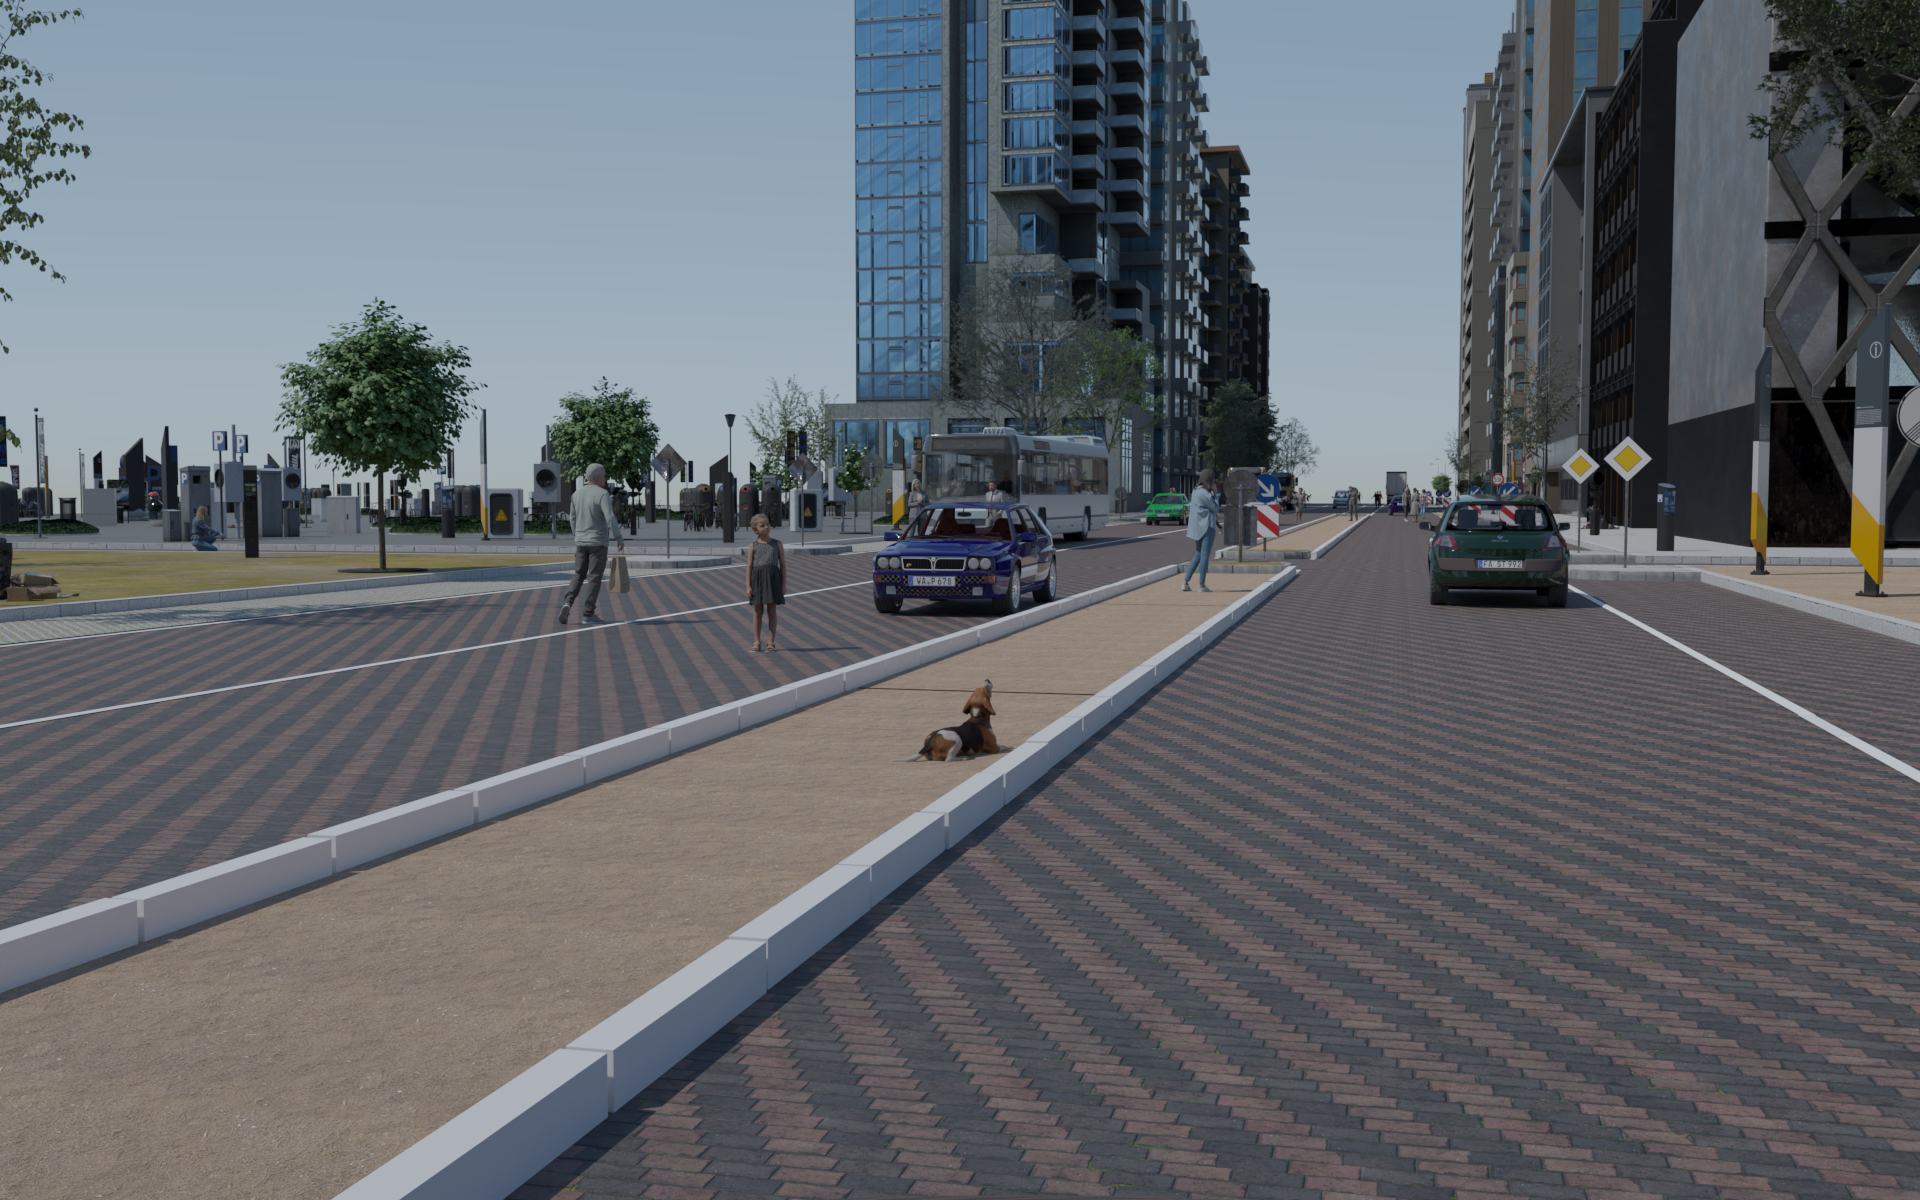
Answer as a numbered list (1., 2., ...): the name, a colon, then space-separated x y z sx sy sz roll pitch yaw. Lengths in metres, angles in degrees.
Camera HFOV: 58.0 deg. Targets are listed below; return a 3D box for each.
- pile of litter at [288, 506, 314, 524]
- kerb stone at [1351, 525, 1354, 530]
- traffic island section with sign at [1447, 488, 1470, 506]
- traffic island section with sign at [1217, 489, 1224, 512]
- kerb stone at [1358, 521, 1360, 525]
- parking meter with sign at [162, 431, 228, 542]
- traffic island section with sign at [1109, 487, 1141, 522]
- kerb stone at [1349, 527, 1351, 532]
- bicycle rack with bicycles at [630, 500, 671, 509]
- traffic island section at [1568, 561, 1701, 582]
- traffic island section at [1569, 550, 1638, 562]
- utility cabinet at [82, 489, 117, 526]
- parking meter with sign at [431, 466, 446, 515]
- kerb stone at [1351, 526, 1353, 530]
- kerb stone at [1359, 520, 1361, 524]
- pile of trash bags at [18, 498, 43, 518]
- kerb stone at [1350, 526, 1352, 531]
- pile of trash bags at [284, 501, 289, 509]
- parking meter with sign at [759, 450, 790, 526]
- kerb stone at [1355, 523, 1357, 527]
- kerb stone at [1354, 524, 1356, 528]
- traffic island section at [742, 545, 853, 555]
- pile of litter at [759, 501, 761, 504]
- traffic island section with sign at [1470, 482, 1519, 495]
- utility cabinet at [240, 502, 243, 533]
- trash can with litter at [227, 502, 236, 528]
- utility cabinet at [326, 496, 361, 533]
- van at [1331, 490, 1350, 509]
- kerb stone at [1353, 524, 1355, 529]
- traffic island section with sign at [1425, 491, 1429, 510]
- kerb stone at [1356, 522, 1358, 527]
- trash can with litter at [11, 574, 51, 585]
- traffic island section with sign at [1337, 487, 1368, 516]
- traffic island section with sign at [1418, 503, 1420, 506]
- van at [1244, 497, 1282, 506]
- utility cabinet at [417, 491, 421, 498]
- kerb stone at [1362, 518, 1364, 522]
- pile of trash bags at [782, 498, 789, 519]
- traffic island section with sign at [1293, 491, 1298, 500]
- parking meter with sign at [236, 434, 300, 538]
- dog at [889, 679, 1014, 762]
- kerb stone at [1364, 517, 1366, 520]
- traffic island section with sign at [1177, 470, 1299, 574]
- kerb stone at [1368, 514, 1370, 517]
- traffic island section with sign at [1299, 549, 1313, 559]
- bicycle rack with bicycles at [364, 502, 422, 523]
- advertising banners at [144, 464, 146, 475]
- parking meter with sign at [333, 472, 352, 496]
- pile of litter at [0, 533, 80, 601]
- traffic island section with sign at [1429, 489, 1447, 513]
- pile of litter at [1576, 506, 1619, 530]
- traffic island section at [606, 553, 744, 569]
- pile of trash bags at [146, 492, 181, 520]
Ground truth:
1. pile of litter: -28.908 -3.777 75.723 1.176 0.858 1.719 -2 4 -32
2. kerb stone: 14.747 -2.658 65.647 0.120 0.150 1.000 1 4 14
3. traffic island section with sign: 25.441 -4.741 86.147 1.989 1.847 2.006 1 4 14
4. traffic island section with sign: 20.619 -7.953 138.660 1.989 1.847 2.006 1 4 14
5. kerb stone: 17.265 -3.260 75.590 0.120 0.150 1.000 1 4 14
6. parking meter with sign: -20.867 -3.116 47.205 0.543 3.016 1.738 2 4 31
7. traffic island section with sign: 8.381 -5.001 90.387 1.989 1.847 2.006 1 4 14
8. kerb stone: 13.986 -2.476 62.670 0.120 0.150 1.000 1 4 14
9. bicycle rack with bicycles: -19.362 -5.728 107.039 2.852 0.926 2.925 3 5 44
10. traffic island section: 11.538 -0.472 29.993 2.009 0.180 2.903 1 4 14
11. traffic island section: 13.499 -0.945 37.735 2.009 0.180 2.903 1 4 14
12. utility cabinet: -34.302 -3.693 69.057 1.173 1.500 0.318 -1 4 -13
13. parking meter with sign: -31.813 -6.689 105.625 0.543 3.016 1.738 0 4 -2
14. kerb stone: 14.500 -2.597 64.654 0.120 0.150 1.000 1 4 14
15. kerb stone: 17.778 -3.387 77.576 0.120 0.150 1.000 1 4 14
16. pile of trash bags: -51.576 -5.123 93.520 1.912 1.369 3.447 2 4 30
17. kerb stone: 14.245 -2.536 63.662 0.120 0.150 1.000 1 4 14
18. pile of trash bags: -36.731 -5.110 93.308 3.447 1.369 1.912 2 4 31
19. parking meter with sign: -7.554 -4.493 69.725 1.738 3.016 0.543 2 4 28
20. kerb stone: 16.011 -2.959 70.618 0.120 0.150 1.000 1 4 14
21. kerb stone: 15.500 -2.834 68.634 0.120 0.150 1.000 1 4 14
22. traffic island section: -3.845 -1.213 42.117 2.009 0.180 2.903 1 4 14
23. pile of litter: -13.088 -6.169 114.820 1.719 0.858 1.176 -3 5 -39
24. traffic island section with sign: 18.683 -3.110 59.473 1.989 1.847 2.006 1 4 14
25. utility cabinet: -22.951 -2.922 56.452 1.173 1.500 0.318 0 4 2
26. trash can with litter: -27.363 -3.365 66.073 1.678 1.210 2.233 -1 4 -14
27. utility cabinet: -20.139 -2.777 56.571 1.020 1.237 0.306 0 4 6
28. van: 37.545 -9.978 170.158 2.013 2.044 4.112 1 4 15
29. kerb stone: 15.253 -2.779 67.631 0.120 0.150 1.000 1 4 14
30. traffic island section with sign: 44.390 -9.316 160.949 1.989 1.847 2.006 1 4 14
31. kerb stone: 16.514 -3.083 72.606 0.120 0.150 1.000 1 4 14
32. trash can with litter: -14.022 -0.813 24.354 2.233 1.210 1.678 -1 4 -11
33. traffic island section with sign: 25.378 -6.346 111.892 2.006 1.907 1.989 1 4 14
34. traffic island section with sign: 57.733 -12.540 213.660 1.989 1.847 2.006 1 4 14
35. van: 13.877 -4.464 80.004 2.013 2.044 4.112 1 4 12
36. utility cabinet: -38.614 -7.080 124.433 0.318 1.500 1.173 -3 5 -41
37. kerb stone: 19.282 -3.753 83.553 0.120 0.150 1.000 1 4 14
38. pile of trash bags: -8.678 -4.789 88.055 1.912 1.369 3.447 1 4 22
39. traffic island section with sign: 47.508 -14.446 244.817 1.989 1.847 2.006 1 4 14
40. parking meter with sign: -20.537 -3.377 51.470 0.543 3.016 1.738 3 4 37
41. dog: -0.052 0.657 9.457 0.748 0.427 0.550 0 4 -6
42. kerb stone: 20.540 -4.056 88.514 0.120 0.150 1.000 1 4 14
43. traffic island section with sign: 5.106 -1.451 31.865 2.006 1.907 1.989 1 4 14
44. kerb stone: 23.306 -4.724 99.438 0.120 0.150 1.000 1 4 14
45. traffic island section with sign: 6.934 -1.890 39.044 2.006 1.907 1.989 1 4 14
46. bicycle rack with bicycles: -25.068 -3.855 76.413 2.852 0.926 2.925 0 4 -1
47. advertising banners: -49.018 -6.474 102.042 2.074 3.025 0.090 0 4 -5
48. parking meter with sign: -42.295 -7.532 119.407 1.738 3.016 0.543 -1 4 -22
49. pile of litter: -11.535 -0.434 21.057 1.176 0.858 1.719 3 4 37
50. traffic island section with sign: 37.564 -7.669 134.018 1.989 1.847 2.006 1 4 14
51. pile of litter: 23.345 -3.018 63.307 1.176 0.858 1.719 -1 4 -13
52. traffic island section: -5.806 -0.740 34.376 2.009 0.180 2.903 1 4 14
53. pile of trash bags: -40.163 -4.755 87.494 3.447 1.369 1.912 3 5 42
